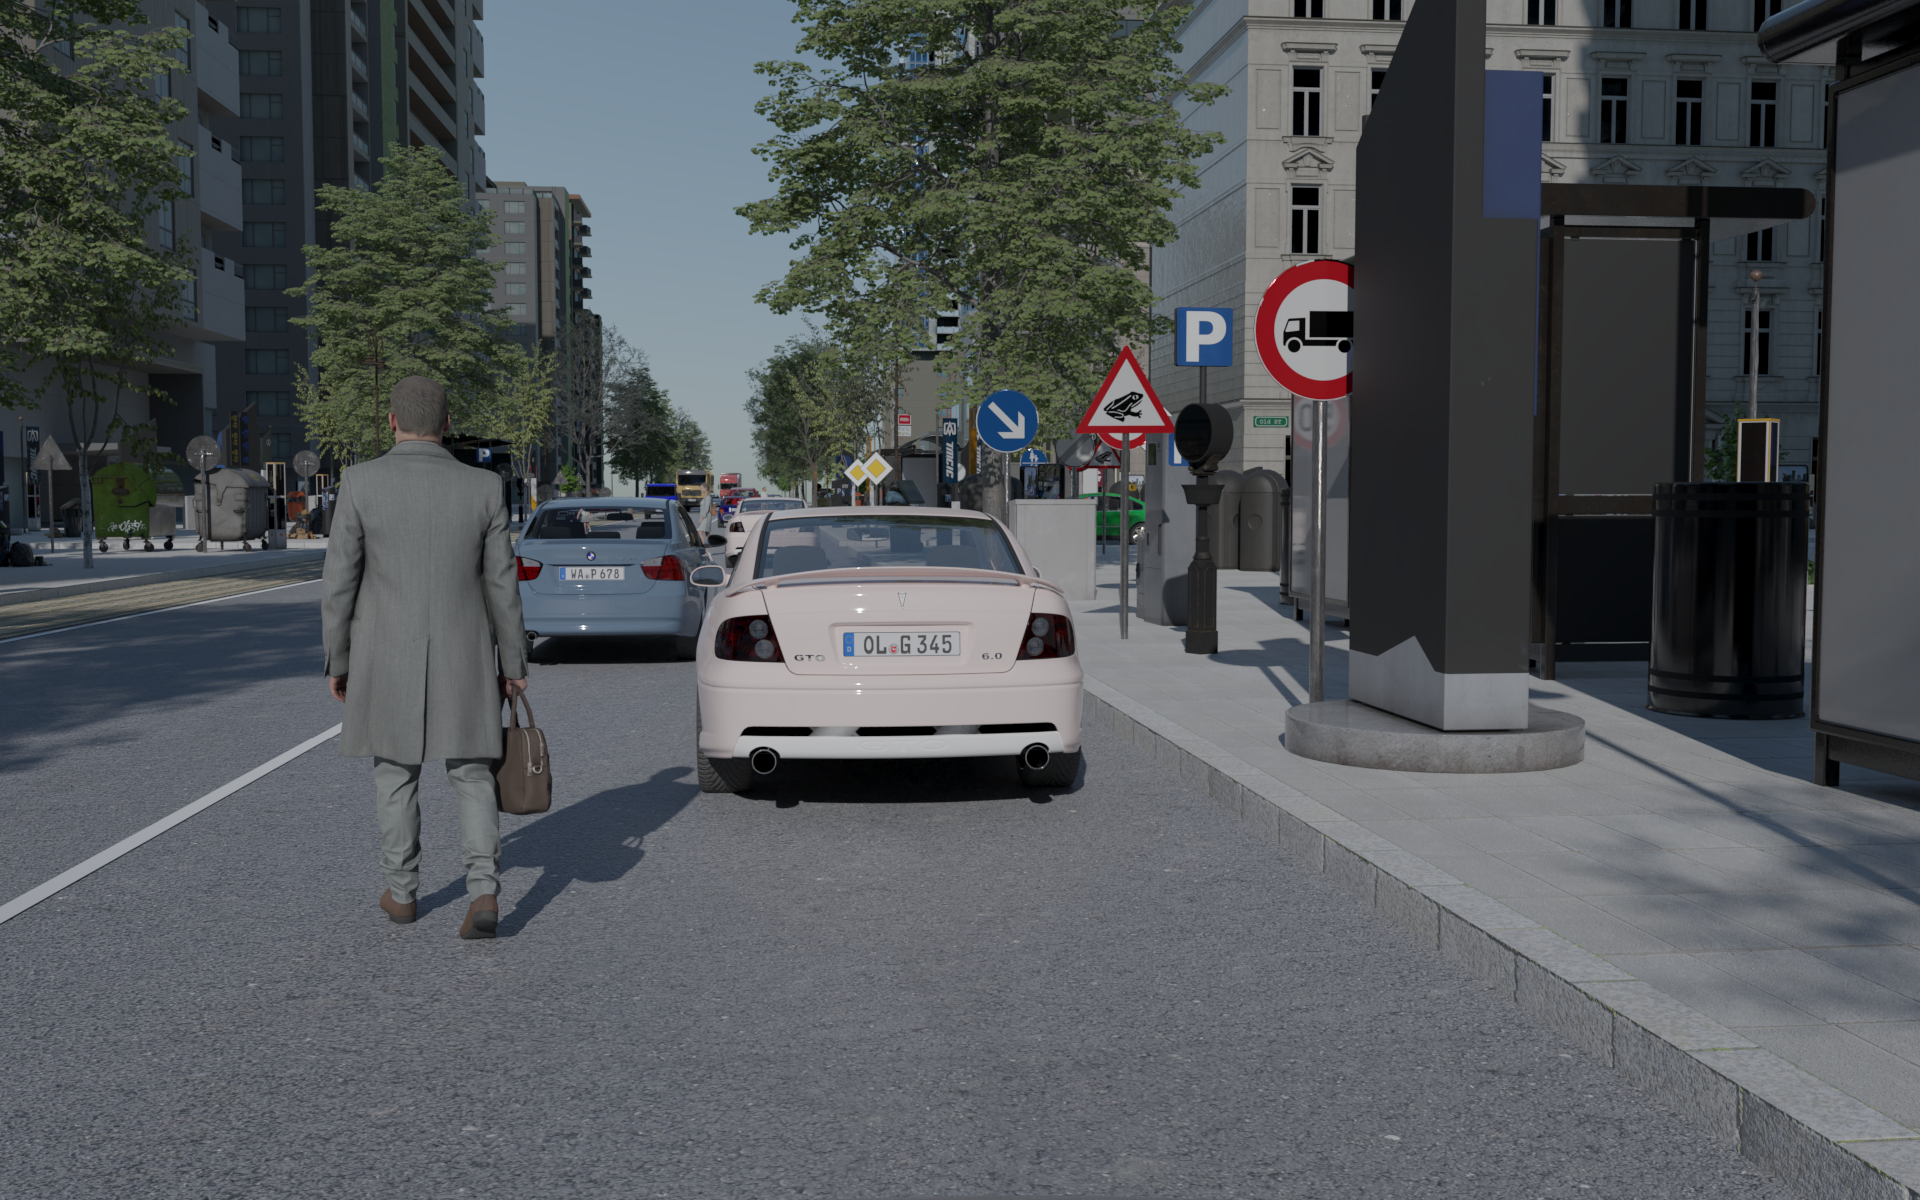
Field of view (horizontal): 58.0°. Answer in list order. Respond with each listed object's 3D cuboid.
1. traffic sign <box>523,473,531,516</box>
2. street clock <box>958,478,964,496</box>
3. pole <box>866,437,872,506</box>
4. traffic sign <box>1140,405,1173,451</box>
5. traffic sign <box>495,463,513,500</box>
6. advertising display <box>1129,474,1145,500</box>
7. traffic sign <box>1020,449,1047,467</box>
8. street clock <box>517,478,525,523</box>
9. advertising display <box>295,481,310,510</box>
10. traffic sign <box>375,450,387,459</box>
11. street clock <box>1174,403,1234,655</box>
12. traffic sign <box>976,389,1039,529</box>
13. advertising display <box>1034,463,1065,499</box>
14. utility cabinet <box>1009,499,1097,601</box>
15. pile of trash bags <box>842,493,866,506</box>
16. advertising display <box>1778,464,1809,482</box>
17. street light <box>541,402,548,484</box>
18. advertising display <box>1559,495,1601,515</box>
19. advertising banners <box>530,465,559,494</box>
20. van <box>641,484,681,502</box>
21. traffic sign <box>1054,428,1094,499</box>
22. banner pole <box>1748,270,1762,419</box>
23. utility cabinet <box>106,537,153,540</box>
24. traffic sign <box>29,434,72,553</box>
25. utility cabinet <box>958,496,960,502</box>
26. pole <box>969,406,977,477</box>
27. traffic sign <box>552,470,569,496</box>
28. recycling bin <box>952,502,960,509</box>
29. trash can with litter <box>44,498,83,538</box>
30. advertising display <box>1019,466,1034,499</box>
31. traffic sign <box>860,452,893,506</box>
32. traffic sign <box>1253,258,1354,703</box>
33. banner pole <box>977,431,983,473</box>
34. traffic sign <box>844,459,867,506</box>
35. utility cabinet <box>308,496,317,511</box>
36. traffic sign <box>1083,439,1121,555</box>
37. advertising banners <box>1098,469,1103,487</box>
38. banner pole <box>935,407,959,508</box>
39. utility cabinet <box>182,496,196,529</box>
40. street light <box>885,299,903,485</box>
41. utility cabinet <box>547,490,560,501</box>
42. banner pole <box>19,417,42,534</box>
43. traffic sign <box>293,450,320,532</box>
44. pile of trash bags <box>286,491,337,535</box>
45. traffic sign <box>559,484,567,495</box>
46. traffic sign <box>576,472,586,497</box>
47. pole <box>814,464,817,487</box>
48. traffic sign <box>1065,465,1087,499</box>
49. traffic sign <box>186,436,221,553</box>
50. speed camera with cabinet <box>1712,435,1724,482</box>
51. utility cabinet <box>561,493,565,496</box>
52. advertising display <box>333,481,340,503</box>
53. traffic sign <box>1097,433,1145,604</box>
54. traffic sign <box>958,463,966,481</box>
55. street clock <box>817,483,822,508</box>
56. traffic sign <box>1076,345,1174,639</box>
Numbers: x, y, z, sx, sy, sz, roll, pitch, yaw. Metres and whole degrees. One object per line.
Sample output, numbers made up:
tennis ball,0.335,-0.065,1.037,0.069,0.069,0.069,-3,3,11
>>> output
traffic sign,-25.660,-6.306,103.204,0.768,2.556,0.104,0,4,-5
street clock,0.056,-4.323,75.254,0.358,2.002,0.471,2,4,30
pole,-3.259,-4.166,61.965,0.158,3.312,0.155,0,3,0
traffic sign,2.515,-1.269,21.932,0.795,2.450,0.064,0,4,-5
traffic sign,-18.780,-4.357,71.347,0.768,2.556,0.104,0,4,1
advertising display,5.713,-3.164,56.950,0.974,1.923,0.123,-3,5,-45
traffic sign,2.071,-2.973,48.720,0.768,2.556,0.104,0,4,-1
street clock,-19.607,-4.449,77.310,0.358,2.002,0.471,0,4,1
advertising display,-31.682,-4.788,83.497,0.123,1.923,0.974,1,4,13
traffic sign,-13.263,-2.219,39.917,0.795,2.450,0.064,0,4,-6
street clock,1.947,-0.570,13.891,0.358,2.002,0.471,-2,4,-33
traffic sign,0.579,-1.291,21.213,0.768,2.556,0.104,0,4,3
advertising display,1.916,-1.915,36.521,0.123,1.923,0.974,-2,4,-26
utility cabinet,1.115,-0.595,20.898,1.020,1.237,0.306,-1,4,-15
pile of trash bags,-4.734,-4.255,79.315,1.912,1.369,3.447,0,4,-3
advertising display,17.955,-1.982,37.625,0.974,1.923,0.123,-1,4,-13
street light,-20.623,-6.934,86.166,0.468,5.910,1.993,0,4,-6
advertising display,13.301,-1.955,37.177,0.974,1.923,0.123,3,5,40
advertising banners,-25.016,-6.608,104.222,2.074,3.025,0.090,1,4,23
van,-17.137,-5.820,99.538,2.240,2.365,5.245,-1,4,-8
traffic sign,2.192,-2.028,33.265,0.768,2.556,0.104,0,4,-1
banner pole,8.814,-1.788,19.252,0.401,3.779,0.863,1,4,21
utility cabinet,-23.198,-2.425,48.332,1.173,1.500,0.318,-3,4,-38
traffic sign,-19.770,-2.304,37.667,0.884,2.594,0.081,0,4,-5
utility cabinet,0.356,-3.267,64.585,0.306,1.237,1.020,3,4,36
pole,0.300,-2.834,40.181,0.158,3.312,0.155,0,3,0
traffic sign,-21.292,-5.645,92.299,0.884,2.594,0.081,0,4,1
recycling bin,-0.019,-2.779,57.991,0.722,1.027,0.722,2,4,34
trash can with litter,-26.189,-2.405,50.701,0.624,1.170,1.055,2,4,32
advertising display,1.562,-2.099,39.527,0.123,1.923,0.974,1,4,20
traffic sign,-1.989,-2.296,41.179,0.795,2.450,0.064,0,4,-6
traffic sign,1.967,-0.573,9.483,0.768,2.556,0.104,0,4,-4
banner pole,0.686,-3.942,54.465,0.863,3.779,0.401,-3,5,-40
traffic sign,-2.895,-2.781,49.113,0.795,2.450,0.064,0,4,-6
utility cabinet,-27.023,-3.746,72.408,0.306,1.237,1.020,-1,4,-13
traffic sign,3.033,-2.228,36.438,0.884,2.594,0.081,0,4,0
advertising banners,5.713,-4.080,62.895,2.074,3.025,0.090,1,4,16
banner pole,-0.439,-3.675,50.108,0.863,3.779,0.401,-1,4,-21
utility cabinet,-28.216,-3.233,64.020,0.306,1.237,1.020,2,4,26
street light,-1.493,-4.162,40.833,0.468,5.910,1.993,0,4,-6
utility cabinet,-21.270,-4.999,90.408,0.318,1.500,1.173,0,4,1
banner pole,-30.221,-4.051,56.249,0.401,3.779,0.863,2,4,27
traffic sign,-19.055,-3.083,50.507,0.768,2.556,0.104,0,4,-4
pile of trash bags,-19.964,-2.758,54.839,1.912,1.369,3.447,1,4,22
traffic sign,-23.403,-6.304,103.068,0.884,2.594,0.081,0,4,-4
traffic sign,-22.757,-6.320,103.337,0.884,2.594,0.081,0,4,-4
pole,-9.634,-7.441,115.501,0.158,3.312,0.155,0,3,0
traffic sign,2.724,-2.451,40.172,0.768,2.556,0.104,0,4,-1
traffic sign,-16.487,-2.302,37.749,0.768,2.556,0.104,0,4,3
speed camera with cabinet,25.780,-3.864,57.516,0.660,3.252,2.038,0,4,-7
utility cabinet,-26.190,-6.431,113.818,0.318,1.500,1.173,-2,4,-23
advertising display,-31.355,-5.053,87.826,0.123,1.923,0.974,2,4,30
traffic sign,1.905,-1.222,20.092,0.768,2.556,0.104,0,4,-6
traffic sign,-0.158,-4.306,70.516,0.768,2.556,0.104,0,4,-2
street clock,-9.565,-6.866,116.825,0.471,2.002,0.358,1,4,11
traffic sign,1.455,-0.932,15.244,0.884,2.594,0.081,0,4,0
